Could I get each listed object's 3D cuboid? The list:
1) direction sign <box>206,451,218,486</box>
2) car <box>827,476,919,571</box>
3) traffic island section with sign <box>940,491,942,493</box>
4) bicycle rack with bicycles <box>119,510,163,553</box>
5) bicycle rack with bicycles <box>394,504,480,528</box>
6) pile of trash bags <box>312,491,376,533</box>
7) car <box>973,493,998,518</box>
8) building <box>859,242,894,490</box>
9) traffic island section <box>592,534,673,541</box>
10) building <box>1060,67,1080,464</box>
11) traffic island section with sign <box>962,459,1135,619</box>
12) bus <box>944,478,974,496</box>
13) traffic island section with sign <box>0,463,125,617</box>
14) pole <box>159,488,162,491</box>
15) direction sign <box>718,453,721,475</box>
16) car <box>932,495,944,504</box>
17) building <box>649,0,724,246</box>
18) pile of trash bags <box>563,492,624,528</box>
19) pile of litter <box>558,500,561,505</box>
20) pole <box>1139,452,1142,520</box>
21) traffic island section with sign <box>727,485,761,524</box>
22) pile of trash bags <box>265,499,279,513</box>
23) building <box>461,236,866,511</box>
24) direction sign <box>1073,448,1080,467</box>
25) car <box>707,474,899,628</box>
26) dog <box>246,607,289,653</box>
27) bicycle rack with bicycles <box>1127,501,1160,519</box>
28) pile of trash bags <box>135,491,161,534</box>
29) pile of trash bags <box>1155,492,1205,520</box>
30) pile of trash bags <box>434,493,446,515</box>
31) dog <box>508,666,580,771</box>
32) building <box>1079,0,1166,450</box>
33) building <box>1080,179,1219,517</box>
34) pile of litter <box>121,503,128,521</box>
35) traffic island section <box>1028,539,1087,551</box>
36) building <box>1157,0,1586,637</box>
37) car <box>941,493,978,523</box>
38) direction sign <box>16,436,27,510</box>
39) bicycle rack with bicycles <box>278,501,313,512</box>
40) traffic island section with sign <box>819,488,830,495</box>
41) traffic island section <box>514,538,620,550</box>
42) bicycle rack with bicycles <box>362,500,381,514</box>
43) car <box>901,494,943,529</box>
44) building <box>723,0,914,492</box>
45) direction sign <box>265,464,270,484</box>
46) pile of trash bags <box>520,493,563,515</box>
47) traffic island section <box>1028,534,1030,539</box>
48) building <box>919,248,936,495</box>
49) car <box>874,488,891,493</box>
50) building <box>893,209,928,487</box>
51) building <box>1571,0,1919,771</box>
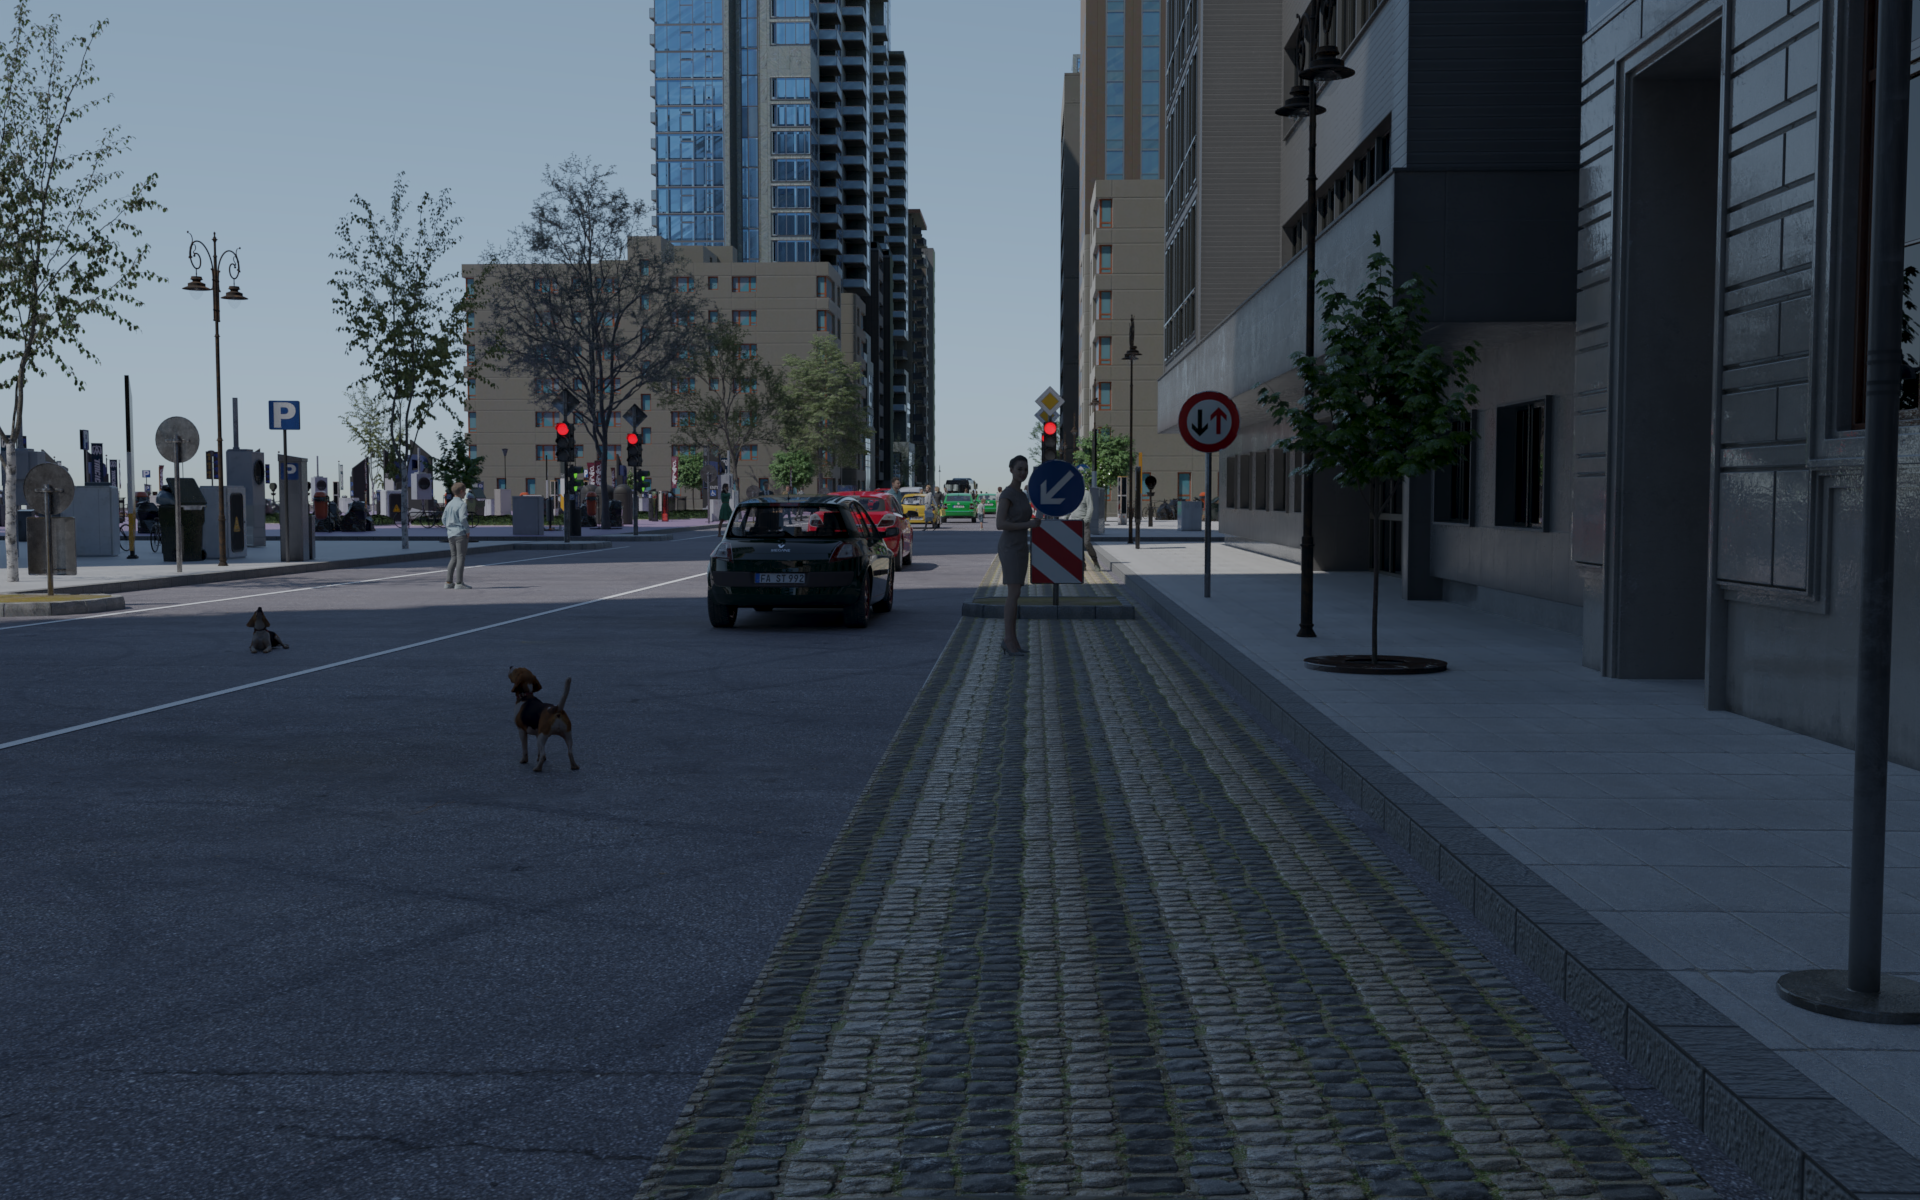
[{"bbox_3d":[-39.681,-6.114,91.957,0.379,3.537,0.876,1,4,19],"label":"direction sign"},{"bbox_3d":[-1.912,-1.512,33.755,2.155,1.783,4.494,0,4,2],"label":"car"},{"bbox_3d":[-1.604,-15.570,263.191,1.989,1.847,2.006,0,4,2],"label":"traffic island section with sign"},{"bbox_3d":[-18.047,-1.528,38.372,2.852,0.926,2.925,0,4,-3],"label":"bicycle rack with bicycles"},{"bbox_3d":[-19.579,-3.196,65.642,2.925,0.926,2.852,1,4,8],"label":"bicycle rack with bicycles"},{"bbox_3d":[-21.111,-2.989,58.620,1.912,1.369,3.447,0,4,-2],"label":"pile of trash bags"},{"bbox_3d":[1.702,-5.864,104.673,1.959,1.807,4.718,0,4,1],"label":"car"},{"bbox_3d":[-15.066,-25.980,196.472,14.160,30.474,14.107,0,4,2],"label":"building"},{"bbox_3d":[-10.091,-1.928,53.800,2.009,0.180,2.903,0,4,2],"label":"traffic island section"},{"bbox_3d":[21.917,-34.720,191.371,21.300,48.544,21.600,0,4,2],"label":"building"},{"bbox_3d":[1.031,-0.734,20.629,1.989,1.847,2.006,0,4,2],"label":"traffic island section with sign"},{"bbox_3d":[-0.020,-12.057,191.984,2.948,3.499,13.247,0,4,3],"label":"bus"},{"bbox_3d":[-11.426,-0.765,21.142,1.989,1.847,2.006,0,4,2],"label":"traffic island section with sign"},{"bbox_3d":[-60.237,-8.359,130.509,0.158,3.312,0.155,0,3,0],"label":"pole"},{"bbox_3d":[-13.420,-6.393,96.528,0.379,3.537,0.876,0,4,0],"label":"direction sign"},{"bbox_3d":[-2.437,-9.542,168.586,1.945,1.354,3.894,0,4,3],"label":"car"},{"bbox_3d":[-19.252,-52.583,172.401,22.319,86.520,31.000,0,4,2],"label":"building"},{"bbox_3d":[-14.133,-3.532,67.504,1.912,1.369,3.447,0,4,-5],"label":"pile of trash bags"},{"bbox_3d":[-27.300,-6.352,117.824,1.719,0.858,1.176,0,4,4],"label":"pile of litter"},{"bbox_3d":[8.856,-5.574,84.970,0.158,3.312,0.155,0,3,0],"label":"pole"},{"bbox_3d":[-9.160,-4.163,76.686,1.989,1.847,2.006,0,4,2],"label":"traffic island section with sign"},{"bbox_3d":[-33.626,-4.421,82.042,1.912,1.369,3.447,1,4,11],"label":"pile of trash bags"},{"bbox_3d":[-22.992,-18.298,144.205,27.650,21.520,28.899,0,4,2],"label":"building"},{"bbox_3d":[5.984,-5.729,85.668,0.876,3.537,0.379,-1,4,-20],"label":"direction sign"},{"bbox_3d":[-1.750,-0.622,19.953,2.009,1.686,4.222,0,4,3],"label":"car"},{"bbox_3d":[-6.332,0.260,15.948,0.550,0.427,0.748,2,4,29],"label":"dog"},{"bbox_3d":[9.124,-4.601,88.604,2.852,0.926,2.925,2,4,30],"label":"bicycle rack with bicycles"},{"bbox_3d":[-26.248,-2.887,56.952,3.447,1.369,1.912,3,4,36],"label":"pile of trash bags"},{"bbox_3d":[11.259,-4.641,85.637,1.912,1.369,3.447,3,5,43],"label":"pile of trash bags"},{"bbox_3d":[-28.938,-5.345,97.135,1.912,1.369,3.447,-1,4,-8],"label":"pile of trash bags"},{"bbox_3d":[-2.203,0.623,9.098,0.540,0.507,0.406,1,4,13],"label":"dog"},{"bbox_3d":[17.400,-30.524,149.177,14.600,45.320,14.200,0,4,2],"label":"building"},{"bbox_3d":[21.853,-16.170,109.420,27.650,21.520,28.899,0,4,2],"label":"building"},{"bbox_3d":[-39.863,-4.133,81.537,1.176,0.858,1.719,2,4,26],"label":"pile of litter"},{"bbox_3d":[2.366,-1.408,45.300,2.009,0.180,2.903,0,4,2],"label":"traffic island section"},{"bbox_3d":[11.480,-12.807,28.464,14.314,24.678,30.058,0,4,2],"label":"building"},{"bbox_3d":[-0.058,-4.796,87.219,1.959,1.807,4.718,0,4,0],"label":"car"},{"bbox_3d":[-36.388,-4.582,66.905,0.379,3.537,0.876,1,4,20],"label":"direction sign"},{"bbox_3d":[-47.375,-6.673,122.491,2.925,0.926,2.852,0,4,0],"label":"bicycle rack with bicycles"},{"bbox_3d":[-8.071,-5.810,103.619,1.989,1.847,2.006,0,4,2],"label":"traffic island section with sign"},{"bbox_3d":[-10.414,-1.440,45.821,2.009,0.180,2.903,0,4,2],"label":"traffic island section"},{"bbox_3d":[-32.908,-5.140,97.428,2.852,0.926,2.925,0,4,-5],"label":"bicycle rack with bicycles"},{"bbox_3d":[-1.725,-3.829,72.822,2.015,1.641,3.980,0,4,2],"label":"car"},{"bbox_3d":[-16.853,-55.949,227.442,22.319,86.520,31.000,0,4,2],"label":"building"},{"bbox_3d":[-52.375,-8.465,130.402,0.876,3.537,0.379,-3,5,-44],"label":"direction sign"},{"bbox_3d":[-24.148,-5.586,101.080,3.447,1.369,1.912,1,4,15],"label":"pile of trash bags"},{"bbox_3d":[2.690,-1.896,53.279,2.009,0.180,2.903,0,4,2],"label":"traffic island section"},{"bbox_3d":[-11.381,-36.475,279.959,14.154,41.232,14.086,0,4,2],"label":"building"},{"bbox_3d":[-4.892,-6.476,114.560,2.281,1.827,5.304,0,4,4],"label":"car"},{"bbox_3d":[-16.295,-36.940,258.596,22.147,44.769,28.867,0,4,2],"label":"building"},{"bbox_3d":[9.193,-10.162,2.311,11.583,22.565,21.152,0,4,2],"label":"building"}]
